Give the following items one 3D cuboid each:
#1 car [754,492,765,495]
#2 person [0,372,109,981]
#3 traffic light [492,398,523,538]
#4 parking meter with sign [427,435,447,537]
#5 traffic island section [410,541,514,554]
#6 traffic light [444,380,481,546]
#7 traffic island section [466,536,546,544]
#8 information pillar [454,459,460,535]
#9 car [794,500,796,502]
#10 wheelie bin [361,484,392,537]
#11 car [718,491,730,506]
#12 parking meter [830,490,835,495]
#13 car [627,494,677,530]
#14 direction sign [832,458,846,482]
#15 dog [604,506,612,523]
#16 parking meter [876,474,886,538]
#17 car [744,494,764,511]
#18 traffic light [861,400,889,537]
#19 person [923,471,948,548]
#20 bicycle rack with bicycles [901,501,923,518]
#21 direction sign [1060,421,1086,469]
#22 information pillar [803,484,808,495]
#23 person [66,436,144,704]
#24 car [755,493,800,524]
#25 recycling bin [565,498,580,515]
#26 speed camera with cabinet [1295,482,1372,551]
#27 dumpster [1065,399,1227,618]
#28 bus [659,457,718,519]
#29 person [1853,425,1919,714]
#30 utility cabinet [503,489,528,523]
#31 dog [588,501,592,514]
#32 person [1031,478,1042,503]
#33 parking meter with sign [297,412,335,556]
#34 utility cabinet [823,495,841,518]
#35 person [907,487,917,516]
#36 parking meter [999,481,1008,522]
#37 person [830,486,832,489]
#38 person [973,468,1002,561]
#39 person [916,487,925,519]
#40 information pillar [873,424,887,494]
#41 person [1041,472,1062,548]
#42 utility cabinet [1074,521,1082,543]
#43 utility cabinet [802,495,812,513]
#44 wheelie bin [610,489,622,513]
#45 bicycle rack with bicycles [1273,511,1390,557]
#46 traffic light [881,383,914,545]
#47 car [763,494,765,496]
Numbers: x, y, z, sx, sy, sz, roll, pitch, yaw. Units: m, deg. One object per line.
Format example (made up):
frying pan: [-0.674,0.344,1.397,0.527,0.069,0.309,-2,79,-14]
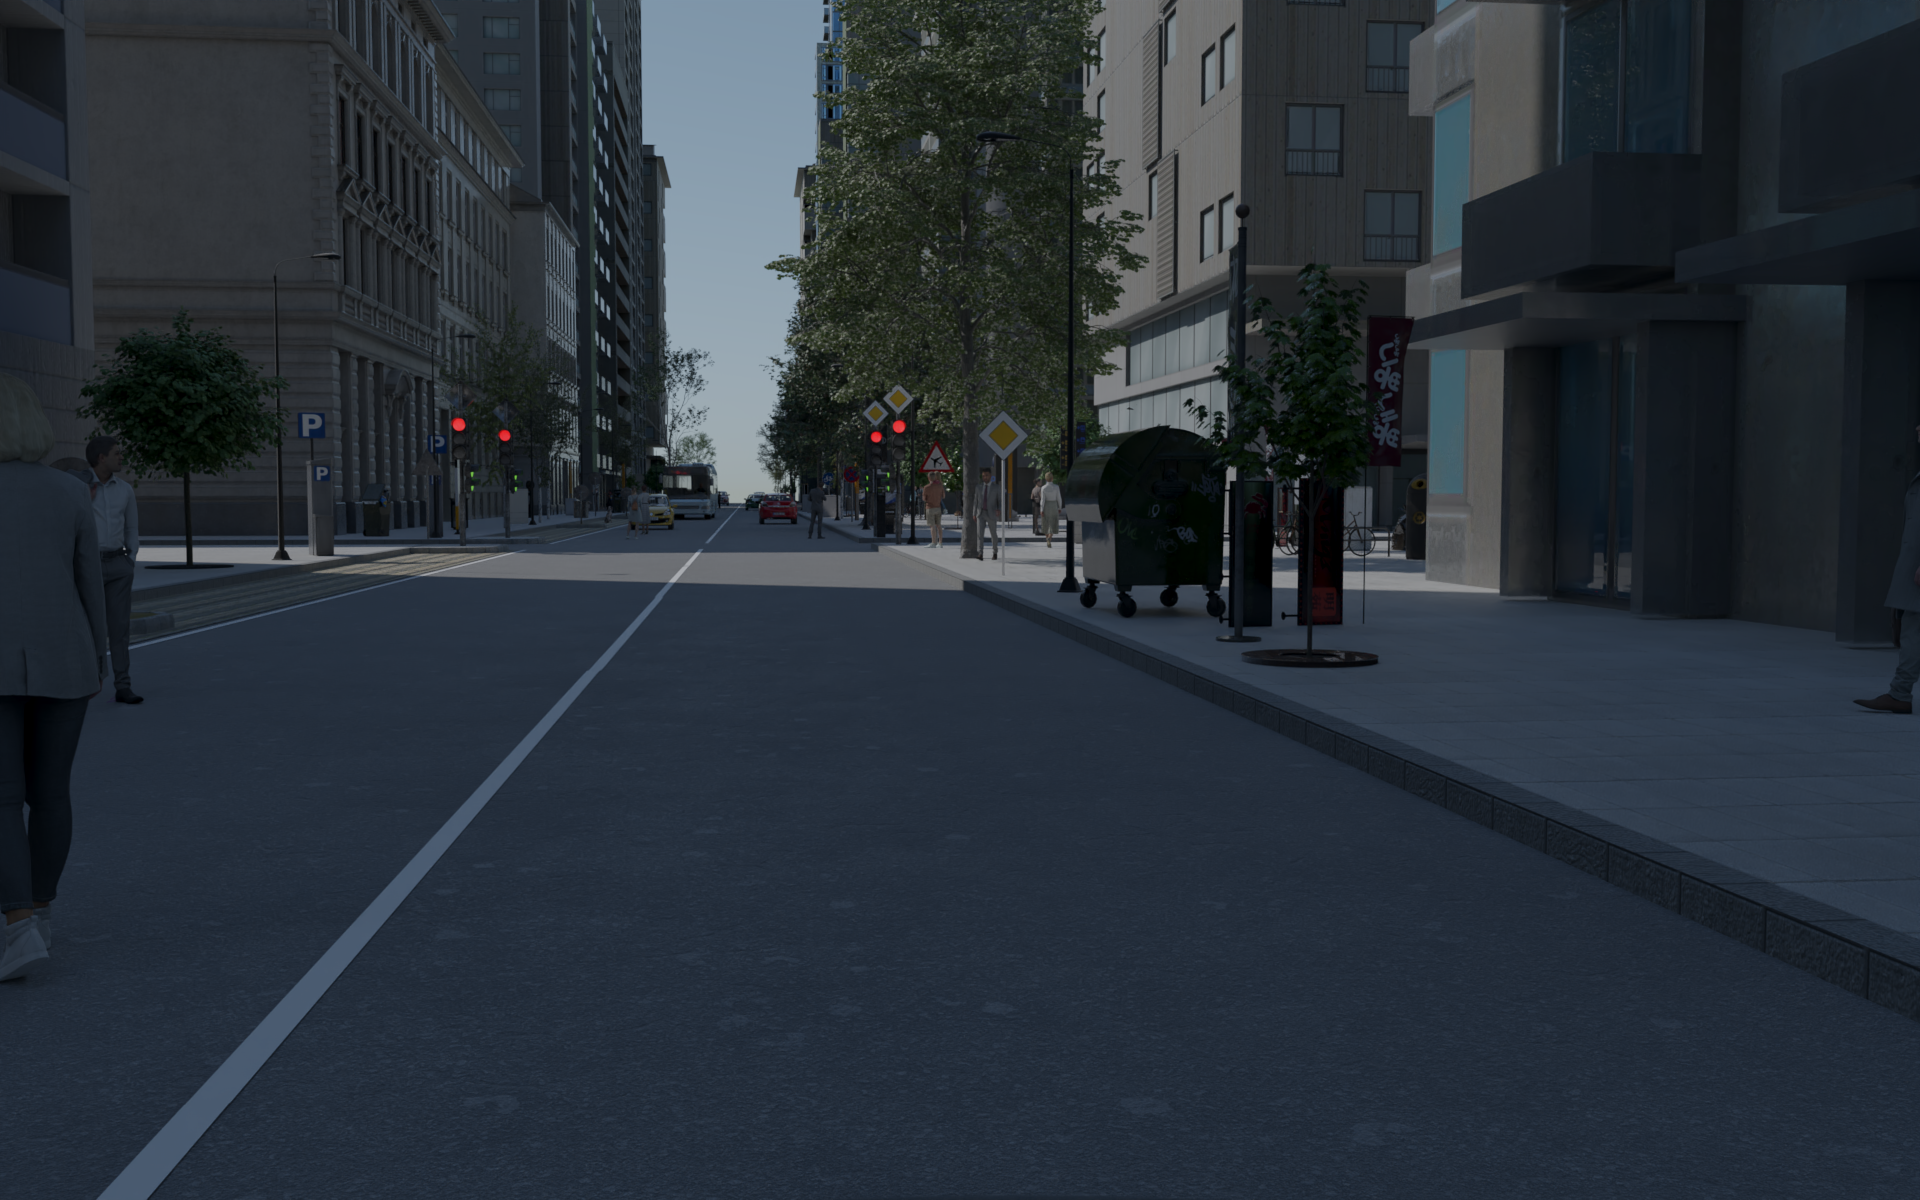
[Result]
car: [-30.529,-15.619,264.042,2.281,1.827,5.304,0,4,-7]
person: [-2.924,0.213,5.206,0.709,1.800,0.728,-3,4,-38]
traffic light: [-13.227,-3.773,50.615,0.839,4.253,0.868,0,4,-7]
parking meter with sign: [-15.740,-3.405,51.940,0.543,3.016,1.738,-1,4,-22]
traffic island section: [-12.309,-1.256,42.818,2.009,0.180,2.903,0,4,-7]
traffic light: [-12.268,-3.289,42.688,0.839,4.253,0.868,0,4,-7]
traffic island section: [-13.268,-1.741,50.745,2.009,0.180,2.903,0,4,-7]
information pillar: [-15.986,-3.897,55.066,0.183,3.616,0.504,-1,4,-9]
car: [-11.238,-5.934,109.028,2.014,1.417,4.499,0,4,-8]
wheelie bin: [-17.668,-2.722,52.420,0.980,1.594,0.693,1,4,18]
car: [-29.608,-12.579,214.346,2.281,1.827,5.304,0,4,-7]
parking meter: [-8.150,-6.246,110.534,0.372,1.533,0.369,0,3,0]
car: [-12.522,-3.689,70.547,2.015,1.641,3.980,-1,4,-9]
direction sign: [-7.626,-7.193,109.600,0.876,3.537,0.379,-1,4,-15]
dog: [-17.520,-4.214,85.731,0.800,0.831,0.513,-3,4,-36]
parking meter: [-2.331,-2.777,51.113,0.255,1.863,0.399,0,4,-5]
car: [-17.938,-8.586,152.186,2.131,1.459,4.920,0,4,-7]
traffic light: [-2.545,-3.853,51.918,0.839,4.253,0.868,0,4,-7]
person: [-0.590,-2.157,41.285,0.573,1.828,0.580,1,4,9]
bicycle rack with bicycles: [-3.088,-5.022,95.494,2.852,0.926,2.925,3,4,36]
direction sign: [3.523,-3.795,54.053,0.876,3.537,0.379,-2,4,-23]
information pillar: [-11.158,-7.367,124.947,0.304,2.012,0.304,-2,4,-31]
person: [-5.970,-0.202,11.911,0.850,1.850,0.679,2,4,33]
car: [-8.779,-4.548,83.393,2.155,1.783,4.494,0,4,-7]
recycling bin: [-23.226,-5.595,104.028,0.722,1.027,0.722,1,4,13]
speed camera with cabinet: [8.381,-2.720,38.804,2.038,3.252,0.660,-3,4,-38]
dumpster: [2.040,-0.991,18.704,1.502,2.255,1.985,0,4,-7]
bus: [-15.556,-6.453,100.368,2.948,3.499,13.247,0,4,-6]
person: [5.666,-0.243,10.118,0.767,1.812,0.694,2,4,25]
utility cabinet: [-19.179,-4.041,74.751,0.318,1.500,1.173,2,4,31]
dog: [-24.622,-6.081,113.798,0.800,0.831,0.513,3,4,36]
person: [2.546,-2.961,54.804,0.374,1.781,0.599,-3,5,-39]
parking meter with sign: [-13.492,-2.457,36.432,0.543,3.016,1.738,-2,4,-28]
utility cabinet: [-6.977,-5.089,94.367,1.020,1.237,0.306,2,4,35]
person: [-2.790,-5.801,100.905,0.620,1.820,0.660,-1,4,-17]
parking meter: [1.995,-4.515,79.538,0.399,1.863,0.255,-3,5,-41]
person: [-9.181,-7.192,123.502,0.748,1.841,0.638,-3,5,-40]
person: [0.544,-1.662,33.485,0.678,1.792,0.850,1,4,17]
person: [-1.970,-5.109,89.750,0.661,1.801,0.590,0,4,-3]
information pillar: [-2.645,-4.062,57.764,0.504,3.616,0.183,-1,4,-18]
person: [2.137,-2.129,41.083,0.478,1.798,0.641,1,4,17]
utility cabinet: [3.137,-2.228,45.102,0.318,1.500,1.173,1,4,8]
utility cabinet: [-10.787,-6.911,124.160,1.020,1.237,0.306,0,4,4]
wheelie bin: [-23.338,-6.738,118.080,0.980,1.594,0.693,-1,4,-16]
bicycle rack with bicycles: [7.466,-1.388,36.068,2.925,0.926,2.852,-1,4,-19]
traffic light: [-1.586,-3.368,43.991,0.839,4.253,0.868,0,4,-7]
car: [-17.846,-9.311,162.015,2.009,1.686,4.222,0,4,-8]
